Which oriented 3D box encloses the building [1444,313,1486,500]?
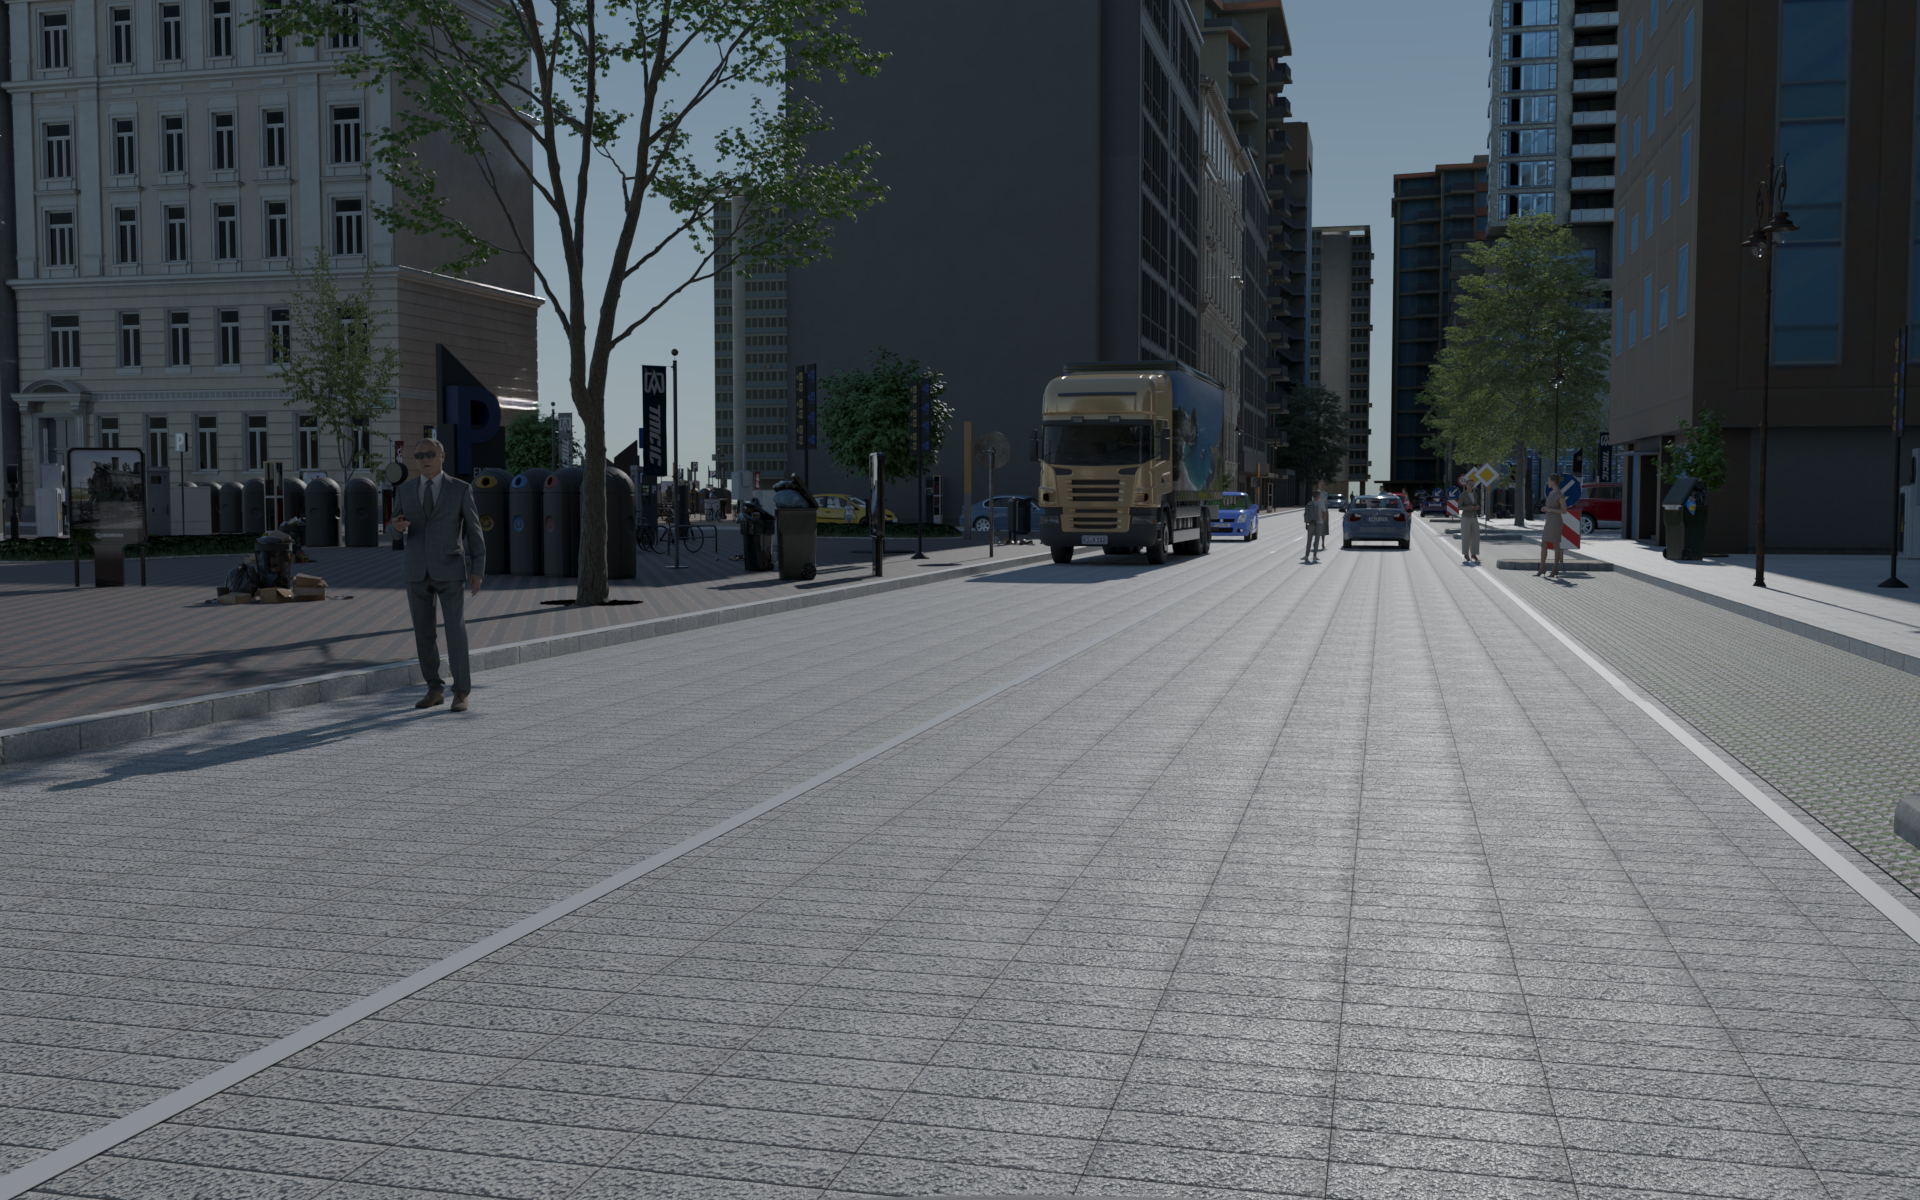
[{"bbox_3d":[64.229,-20.271,176.477,27.650,21.520,28.899,1,4,14],"label":"building"}]

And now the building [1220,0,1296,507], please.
[{"bbox_3d":[24.410,-45.311,179.083,20.563,71.187,20.611,1,4,14],"label":"building"}]

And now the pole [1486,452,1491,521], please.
[{"bbox_3d":[25.541,-5.499,83.751,0.158,3.312,0.155,0,3,0],"label":"pole"}]

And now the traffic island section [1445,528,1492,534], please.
[{"bbox_3d":[18.658,-2.481,62.845,2.009,0.180,2.903,1,4,14],"label":"traffic island section"}]

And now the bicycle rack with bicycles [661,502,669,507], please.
[{"bbox_3d":[-14.345,-4.190,81.895,2.925,0.926,2.852,0,4,-1],"label":"bicycle rack with bicycles"}]

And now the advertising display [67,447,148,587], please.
[{"bbox_3d":[-11.797,-1.148,23.989,0.974,1.923,0.123,-1,4,-13],"label":"advertising display"}]

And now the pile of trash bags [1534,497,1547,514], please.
[{"bbox_3d":[37.019,-6.278,112.397,1.912,1.369,3.447,0,4,-5],"label":"pile of trash bags"}]

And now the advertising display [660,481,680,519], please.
[{"bbox_3d":[-14.342,-4.930,85.814,0.974,1.923,0.123,0,4,-2],"label":"advertising display"}]

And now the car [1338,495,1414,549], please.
[{"bbox_3d":[11.242,-2.129,46.813,2.014,1.417,4.499,1,4,13],"label":"car"}]

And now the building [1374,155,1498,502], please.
[{"bbox_3d":[69.193,-34.941,225.911,28.867,44.769,22.147,1,4,14],"label":"building"}]

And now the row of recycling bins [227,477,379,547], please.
[{"bbox_3d":[-15.906,-2.155,42.354,3.534,1.692,1.069,1,4,10],"label":"row of recycling bins"}]

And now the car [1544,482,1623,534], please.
[{"bbox_3d":[22.244,-2.994,57.621,5.304,1.827,2.281,1,4,16],"label":"car"}]

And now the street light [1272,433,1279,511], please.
[{"bbox_3d":[23.279,-9.484,127.851,0.468,5.910,1.993,1,4,14],"label":"street light"}]

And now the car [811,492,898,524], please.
[{"bbox_3d":[-4.302,-3.316,64.444,3.980,1.641,2.015,1,4,15],"label":"car"}]

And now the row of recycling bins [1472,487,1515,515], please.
[{"bbox_3d":[33.500,-6.231,108.982,3.534,1.692,1.069,-1,4,-18],"label":"row of recycling bins"}]

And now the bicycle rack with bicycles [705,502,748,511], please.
[{"bbox_3d":[-10.513,-4.010,78.937,2.852,0.926,2.925,1,4,11],"label":"bicycle rack with bicycles"}]

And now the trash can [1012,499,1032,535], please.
[{"bbox_3d":[1.942,-2.639,54.803,0.748,1.137,0.748,0,3,0],"label":"trash can"}]

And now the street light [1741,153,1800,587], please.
[{"bbox_3d":[11.120,-3.127,23.909,0.468,5.910,1.993,1,4,14],"label":"street light"}]

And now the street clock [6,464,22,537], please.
[{"bbox_3d":[-23.098,-2.307,42.296,0.358,2.002,0.471,-1,4,-22],"label":"street clock"}]

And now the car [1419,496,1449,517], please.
[{"bbox_3d":[29.450,-5.797,107.361,1.945,1.354,3.894,1,4,15],"label":"car"}]

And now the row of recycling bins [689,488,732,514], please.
[{"bbox_3d":[-16.248,-6.443,112.455,3.534,1.692,1.069,2,4,32],"label":"row of recycling bins"}]

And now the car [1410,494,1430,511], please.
[{"bbox_3d":[39.957,-8.563,149.798,2.009,1.686,4.222,1,4,14],"label":"car"}]

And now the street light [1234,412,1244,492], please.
[{"bbox_3d":[15.676,-7.632,97.577,0.468,5.910,1.993,1,4,14],"label":"street light"}]

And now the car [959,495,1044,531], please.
[{"bbox_3d":[2.241,-3.049,61.861,4.499,1.417,2.014,1,4,14],"label":"car"}]

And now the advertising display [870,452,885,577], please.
[{"bbox_3d":[-1.300,-1.345,27.204,0.123,1.923,0.974,-1,4,-10],"label":"advertising display"}]

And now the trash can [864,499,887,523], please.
[{"bbox_3d":[-2.607,-2.545,53.257,0.748,1.137,0.748,0,3,0],"label":"trash can"}]

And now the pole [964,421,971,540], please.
[{"bbox_3d":[0.219,-3.357,48.738,0.158,3.312,0.155,0,3,0],"label":"pole"}]

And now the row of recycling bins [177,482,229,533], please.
[{"bbox_3d":[-24.279,-3.058,57.104,3.534,1.692,1.069,1,4,12],"label":"row of recycling bins"}]

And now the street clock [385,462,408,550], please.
[{"bbox_3d":[-12.867,-2.143,39.606,0.471,2.002,0.358,1,4,19],"label":"street clock"}]

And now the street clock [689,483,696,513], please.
[{"bbox_3d":[-16.808,-6.381,108.901,0.358,2.002,0.471,-2,4,-33],"label":"street clock"}]

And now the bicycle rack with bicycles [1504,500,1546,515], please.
[{"bbox_3d":[34.030,-5.519,103.612,2.925,0.926,2.852,-1,4,-11],"label":"bicycle rack with bicycles"}]

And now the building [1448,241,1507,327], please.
[{"bbox_3d":[63.056,-26.110,198.597,14.160,30.474,14.107,1,4,14],"label":"building"}]

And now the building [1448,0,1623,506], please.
[{"bbox_3d":[54.003,-50.982,146.220,22.319,86.520,31.000,1,4,14],"label":"building"}]

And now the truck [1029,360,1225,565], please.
[{"bbox_3d":[3.990,-3.050,38.779,2.839,4.237,11.283,1,4,16],"label":"truck"}]

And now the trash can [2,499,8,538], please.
[{"bbox_3d":[-27.121,-2.258,48.578,0.748,1.137,0.748,0,3,0],"label":"trash can"}]

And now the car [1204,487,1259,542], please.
[{"bbox_3d":[8.260,-2.685,53.496,1.945,1.707,3.694,1,4,14],"label":"car"}]

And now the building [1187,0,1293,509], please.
[{"bbox_3d":[17.932,-30.603,154.981,22.147,44.769,28.867,1,4,14],"label":"building"}]

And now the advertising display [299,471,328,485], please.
[{"bbox_3d":[-17.919,-2.620,48.055,0.123,1.923,0.974,1,4,22],"label":"advertising display"}]

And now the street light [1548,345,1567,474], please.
[{"bbox_3d":[18.615,-4.970,54.053,0.468,5.910,1.993,1,4,14],"label":"street light"}]

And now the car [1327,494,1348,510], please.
[{"bbox_3d":[32.109,-8.320,148.040,2.014,1.417,4.499,1,4,12],"label":"car"}]

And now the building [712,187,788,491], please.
[{"bbox_3d":[-15.024,-31.610,208.703,23.993,40.220,32.217,1,4,14],"label":"building"}]

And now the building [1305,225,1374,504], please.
[{"bbox_3d":[44.128,-33.336,236.920,23.993,40.220,32.217,1,4,14],"label":"building"}]

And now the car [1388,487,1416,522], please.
[{"bbox_3d":[21.633,-4.737,86.486,2.155,1.783,4.494,1,4,16],"label":"car"}]

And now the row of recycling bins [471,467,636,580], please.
[{"bbox_3d":[-6.400,-1.226,27.160,3.534,1.692,1.069,3,4,37],"label":"row of recycling bins"}]

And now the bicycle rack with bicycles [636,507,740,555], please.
[{"bbox_3d":[-6.739,-1.485,37.655,2.852,0.926,2.925,2,4,28],"label":"bicycle rack with bicycles"}]

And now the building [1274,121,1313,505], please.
[{"bbox_3d":[34.169,-33.994,205.907,14.200,45.320,14.600,1,4,14],"label":"building"}]

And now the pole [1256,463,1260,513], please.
[{"bbox_3d":[19.737,-7.397,114.785,0.158,3.312,0.155,0,3,0],"label":"pole"}]

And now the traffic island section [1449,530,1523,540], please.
[{"bbox_3d":[16.743,-2.007,55.092,2.009,0.180,2.903,1,4,14],"label":"traffic island section"}]
